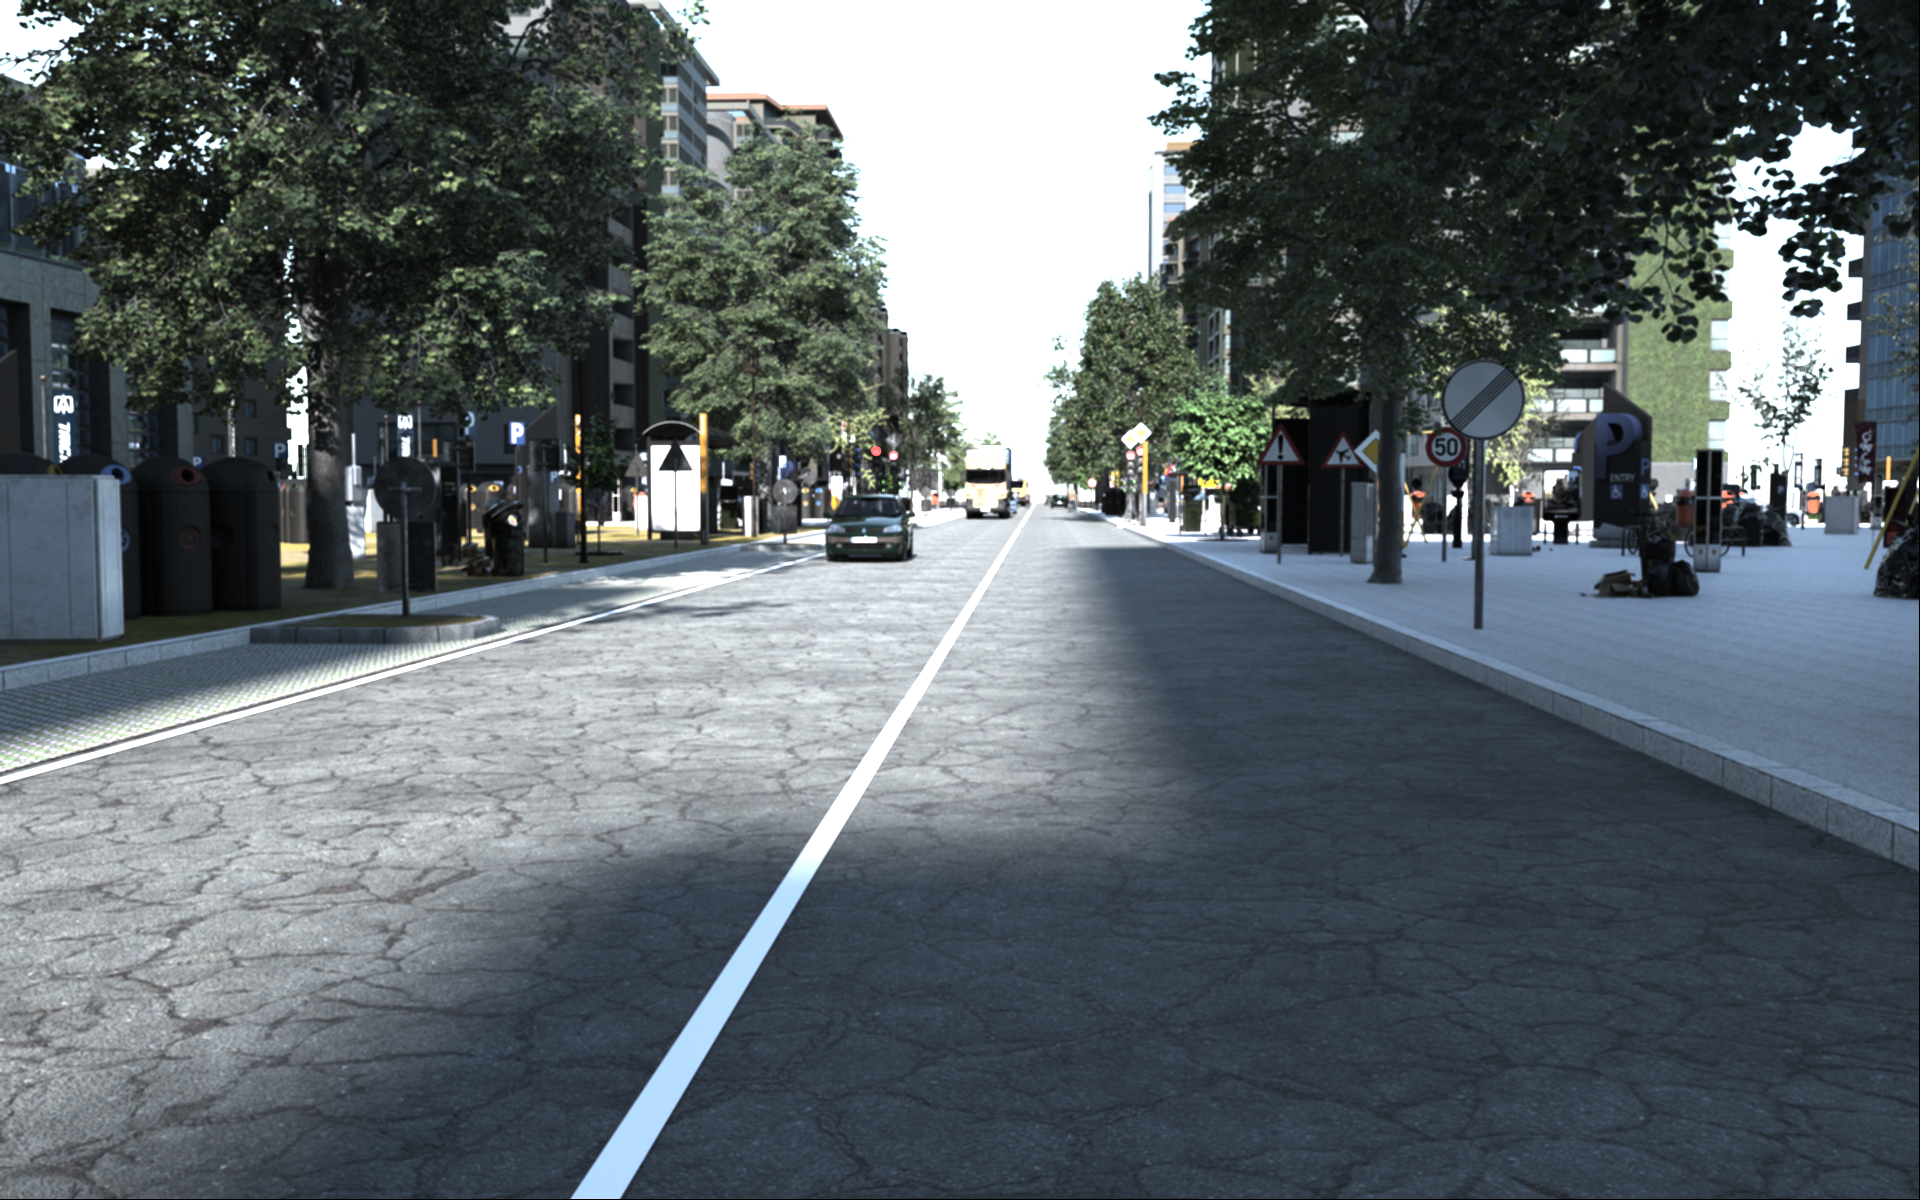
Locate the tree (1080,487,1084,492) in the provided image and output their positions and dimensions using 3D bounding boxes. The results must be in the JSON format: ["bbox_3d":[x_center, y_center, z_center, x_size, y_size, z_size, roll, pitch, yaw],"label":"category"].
[{"bbox_3d":[13.875,-13.892,177.499,4.360,8.622,3.978,0,3,0],"label":"tree"}]

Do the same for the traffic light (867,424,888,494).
[{"bbox_3d":[-3.283,-4.889,68.858,0.839,4.253,0.868,0,4,3],"label":"traffic light"}]

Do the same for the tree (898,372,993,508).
[{"bbox_3d":[-2.466,-14.896,161.682,7.486,12.596,7.792,0,3,0],"label":"tree"}]

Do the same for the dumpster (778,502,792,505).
[{"bbox_3d":[-8.486,-4.750,83.428,1.264,1.857,1.865,0,4,3],"label":"dumpster"}]

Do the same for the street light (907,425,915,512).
[{"bbox_3d":[-3.209,-8.625,113.804,0.468,5.910,1.993,0,4,3],"label":"street light"}]

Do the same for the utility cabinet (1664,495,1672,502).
[{"bbox_3d":[47.573,-6.494,117.333,0.306,1.237,1.020,-1,4,-12],"label":"utility cabinet"}]

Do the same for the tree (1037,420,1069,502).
[{"bbox_3d":[17.705,-22.843,283.852,12.009,13.543,11.850,0,3,0],"label":"tree"}]

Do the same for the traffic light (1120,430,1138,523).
[{"bbox_3d":[7.491,-5.348,76.366,0.839,4.253,0.868,0,4,3],"label":"traffic light"}]

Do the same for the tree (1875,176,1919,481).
[{"bbox_3d":[21.606,-5.319,37.332,4.360,8.622,3.978,0,3,0],"label":"tree"}]

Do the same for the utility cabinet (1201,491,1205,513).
[{"bbox_3d":[16.822,-7.083,124.484,1.173,1.500,0.318,2,4,32],"label":"utility cabinet"}]

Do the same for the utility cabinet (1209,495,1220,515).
[{"bbox_3d":[15.609,-5.793,105.881,0.306,1.237,1.020,3,5,40],"label":"utility cabinet"}]

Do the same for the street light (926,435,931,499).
[{"bbox_3d":[-2.315,-9.757,132.310,0.468,5.910,1.993,0,4,3],"label":"street light"}]

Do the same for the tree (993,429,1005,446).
[{"bbox_3d":[5.221,-23.411,300.890,7.486,12.596,7.792,0,3,0],"label":"tree"}]

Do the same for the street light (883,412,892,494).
[{"bbox_3d":[-4.017,-7.504,95.486,0.468,5.910,1.993,0,4,3],"label":"street light"}]

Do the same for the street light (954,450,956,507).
[{"bbox_3d":[-0.502,-12.213,172.466,0.468,5.910,1.993,0,4,3],"label":"street light"}]

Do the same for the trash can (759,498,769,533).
[{"bbox_3d":[-6.651,-2.778,57.070,0.748,1.137,0.748,0,3,0],"label":"trash can"}]

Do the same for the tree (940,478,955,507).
[{"bbox_3d":[-1.121,-11.161,177.081,1.663,3.219,1.824,0,3,0],"label":"tree"}]

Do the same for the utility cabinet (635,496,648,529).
[{"bbox_3d":[-11.313,-3.175,63.065,1.020,1.237,0.306,-1,4,-11],"label":"utility cabinet"}]

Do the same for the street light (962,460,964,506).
[{"bbox_3d":[0.347,-13.333,190.782,0.468,5.910,1.993,0,4,3],"label":"street light"}]

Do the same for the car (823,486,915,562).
[{"bbox_3d":[-1.954,-1.723,37.960,2.009,1.686,4.222,0,4,1],"label":"car"}]

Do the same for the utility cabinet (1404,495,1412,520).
[{"bbox_3d":[21.973,-4.571,85.904,1.020,1.237,0.306,-2,4,-29],"label":"utility cabinet"}]

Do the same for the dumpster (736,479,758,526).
[{"bbox_3d":[-8.294,-3.870,69.034,1.264,1.857,1.865,0,4,3],"label":"dumpster"}]

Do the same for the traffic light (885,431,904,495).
[{"bbox_3d":[-2.910,-5.377,76.834,0.839,4.253,0.868,0,4,3],"label":"traffic light"}]

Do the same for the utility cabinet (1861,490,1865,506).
[{"bbox_3d":[74.079,-8.251,143.579,0.318,1.500,1.173,-3,5,-43],"label":"utility cabinet"}]

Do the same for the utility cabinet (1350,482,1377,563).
[{"bbox_3d":[7.563,-1.449,32.371,0.318,1.500,1.173,1,4,22],"label":"utility cabinet"}]

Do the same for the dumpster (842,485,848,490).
[{"bbox_3d":[-7.284,-6.291,108.618,1.264,1.857,1.865,0,4,3],"label":"dumpster"}]

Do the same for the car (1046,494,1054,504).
[{"bbox_3d":[13.519,-14.797,253.730,2.131,1.459,4.920,0,4,2],"label":"car"}]

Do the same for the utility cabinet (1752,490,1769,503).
[{"bbox_3d":[43.933,-5.267,94.787,1.173,1.500,0.318,-1,4,-11],"label":"utility cabinet"}]

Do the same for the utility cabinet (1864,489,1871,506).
[{"bbox_3d":[58.549,-6.227,110.493,1.173,1.500,0.318,1,4,20],"label":"utility cabinet"}]

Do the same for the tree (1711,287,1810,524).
[{"bbox_3d":[28.408,-6.685,59.667,4.360,8.622,3.978,0,3,0],"label":"tree"}]

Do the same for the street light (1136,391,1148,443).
[{"bbox_3d":[8.051,-6.360,76.780,0.468,5.910,1.993,0,4,3],"label":"street light"}]

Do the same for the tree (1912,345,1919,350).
[{"bbox_3d":[31.879,-8.077,50.194,7.486,12.596,7.792,0,3,0],"label":"tree"}]

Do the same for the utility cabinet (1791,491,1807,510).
[{"bbox_3d":[69.548,-8.250,143.563,1.173,1.500,0.318,-1,4,-12],"label":"utility cabinet"}]

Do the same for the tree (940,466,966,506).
[{"bbox_3d":[-0.567,-12.106,181.639,4.285,4.588,4.351,0,3,0],"label":"tree"}]

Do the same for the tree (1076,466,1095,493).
[{"bbox_3d":[11.996,-10.634,157.585,4.285,4.588,4.351,0,3,0],"label":"tree"}]

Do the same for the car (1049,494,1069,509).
[{"bbox_3d":[9.920,-9.977,172.916,2.009,1.686,4.222,0,4,2],"label":"car"}]

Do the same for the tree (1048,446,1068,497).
[{"bbox_3d":[18.621,-22.779,298.190,9.928,11.665,9.643,0,3,0],"label":"tree"}]

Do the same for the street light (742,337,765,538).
[{"bbox_3d":[-6.075,-4.784,51.012,0.468,5.910,1.993,0,4,3],"label":"street light"}]

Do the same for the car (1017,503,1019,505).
[{"bbox_3d":[6.844,-13.287,227.465,2.015,1.641,3.980,0,4,3],"label":"car"}]

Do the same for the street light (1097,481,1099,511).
[{"bbox_3d":[10.585,-9.783,132.743,0.468,5.910,1.993,0,4,3],"label":"street light"}]

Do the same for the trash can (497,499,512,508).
[{"bbox_3d":[-31.096,-6.481,117.618,0.748,1.137,0.748,0,3,0],"label":"trash can"}]

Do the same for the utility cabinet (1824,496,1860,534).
[{"bbox_3d":[28.245,-2.710,55.469,0.306,1.237,1.020,-2,4,-26],"label":"utility cabinet"}]

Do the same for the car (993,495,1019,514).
[{"bbox_3d":[3.277,-7.030,126.942,2.014,1.417,4.499,0,4,1],"label":"car"}]

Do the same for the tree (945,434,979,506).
[{"bbox_3d":[-0.032,-14.455,186.698,4.737,8.622,4.395,0,3,0],"label":"tree"}]

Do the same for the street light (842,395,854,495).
[{"bbox_3d":[-4.955,-6.384,77.174,0.468,5.910,1.993,0,4,3],"label":"street light"}]

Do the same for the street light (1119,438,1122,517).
[{"bbox_3d":[8.881,-7.522,95.771,0.468,5.910,1.993,0,4,3],"label":"street light"}]

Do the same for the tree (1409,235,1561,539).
[{"bbox_3d":[14.425,-6.030,48.955,4.737,8.622,4.395,0,3,0],"label":"tree"}]

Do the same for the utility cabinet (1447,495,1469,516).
[{"bbox_3d":[23.861,-4.394,82.998,1.020,1.237,0.306,1,4,16],"label":"utility cabinet"}]

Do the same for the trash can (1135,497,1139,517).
[{"bbox_3d":[9.483,-5.037,94.016,0.748,1.137,0.748,0,3,0],"label":"trash can"}]

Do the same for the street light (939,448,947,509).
[{"bbox_3d":[-1.442,-11.087,154.051,0.468,5.910,1.993,0,4,3],"label":"street light"}]

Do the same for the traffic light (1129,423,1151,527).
[{"bbox_3d":[7.118,-4.860,68.390,0.839,4.253,0.868,0,4,3],"label":"traffic light"}]

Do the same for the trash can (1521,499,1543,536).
[{"bbox_3d":[17.556,-2.549,53.333,0.748,1.137,0.748,0,3,0],"label":"trash can"}]

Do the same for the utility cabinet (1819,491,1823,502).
[{"bbox_3d":[71.777,-8.256,143.664,1.173,1.500,0.318,-1,4,-16],"label":"utility cabinet"}]

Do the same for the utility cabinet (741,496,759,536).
[{"bbox_3d":[-6.533,-2.620,53.998,0.306,1.237,1.020,1,4,8],"label":"utility cabinet"}]

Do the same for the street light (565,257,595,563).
[{"bbox_3d":[-7.006,-3.626,32.076,0.468,5.910,1.993,0,4,3],"label":"street light"}]

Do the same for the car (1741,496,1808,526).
[{"bbox_3d":[32.475,-3.626,71.647,4.827,1.381,2.083,0,4,4],"label":"car"}]
